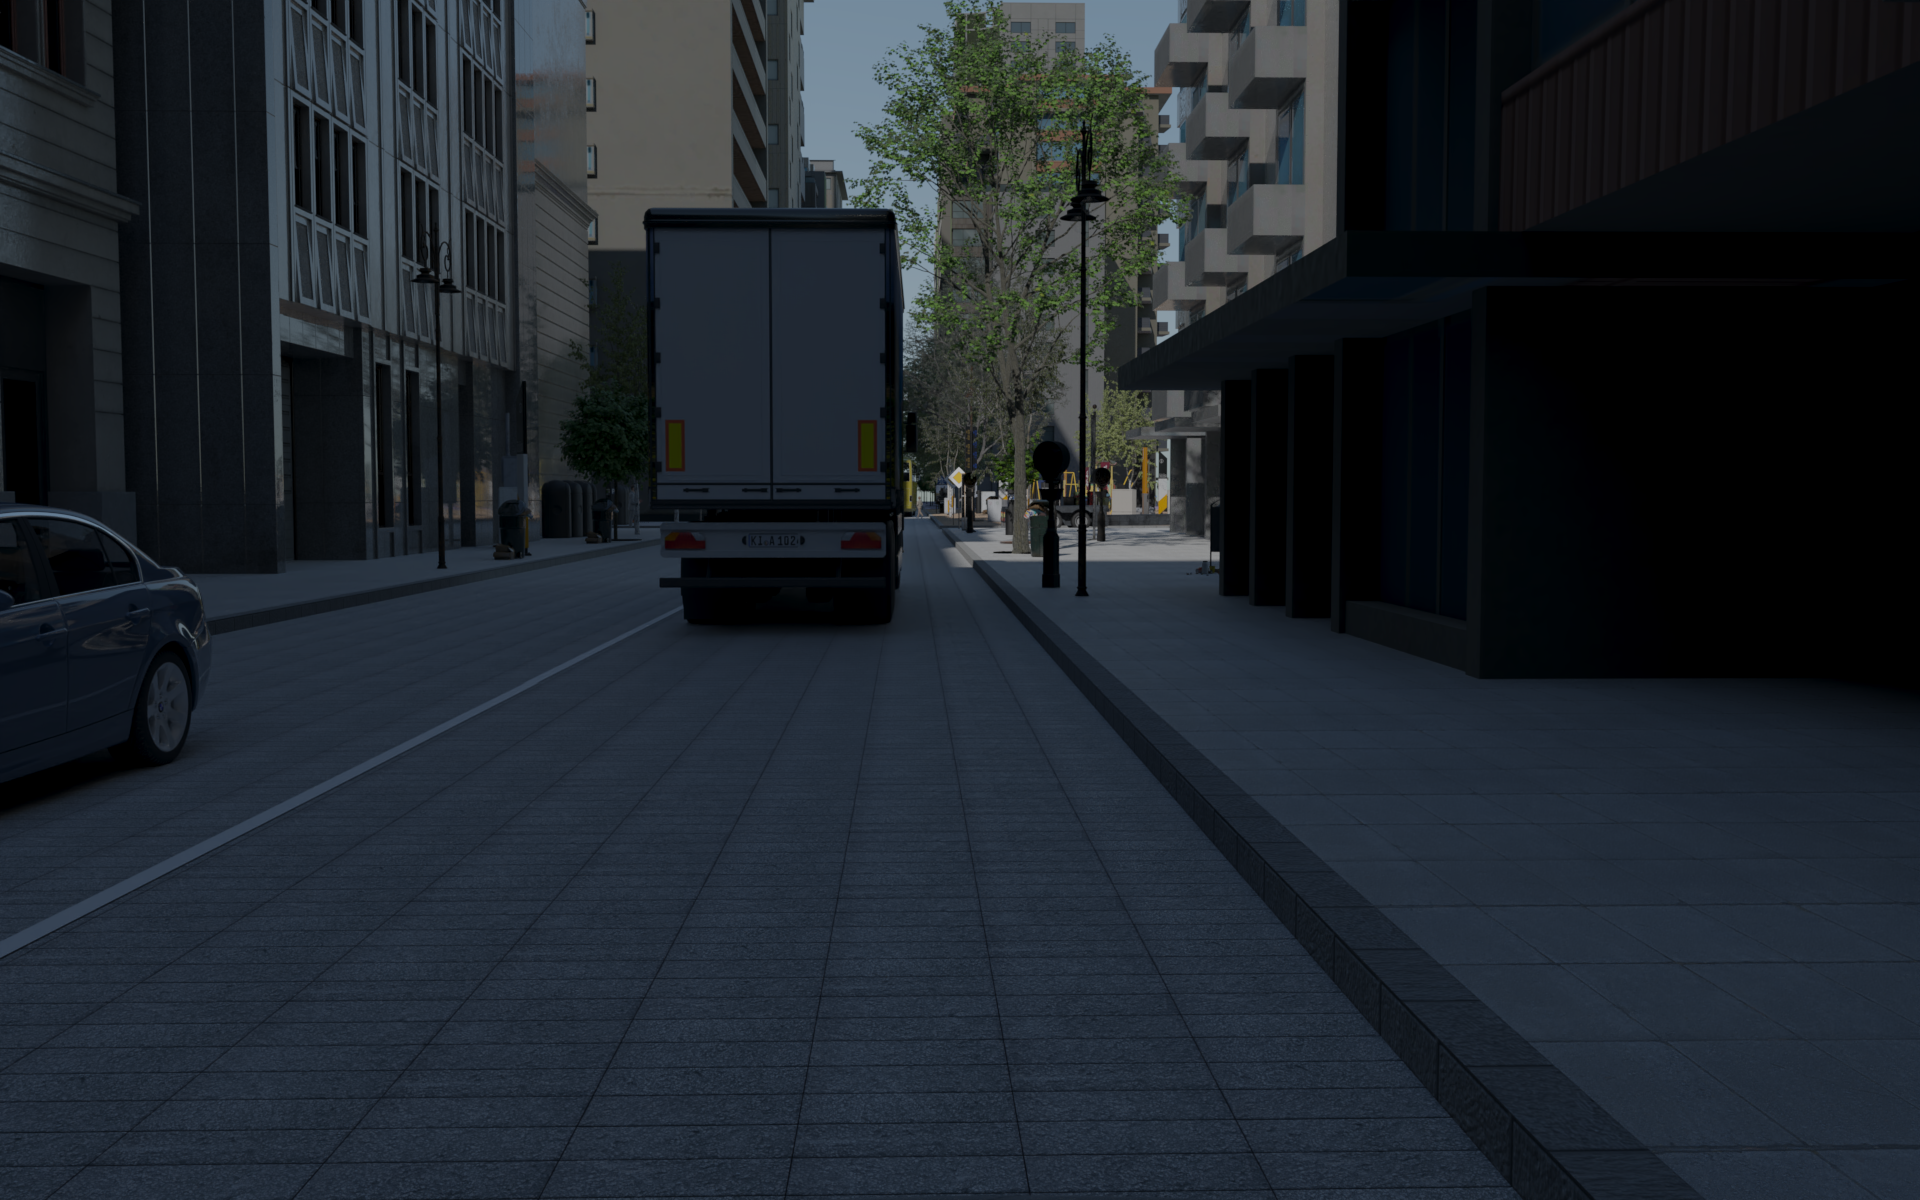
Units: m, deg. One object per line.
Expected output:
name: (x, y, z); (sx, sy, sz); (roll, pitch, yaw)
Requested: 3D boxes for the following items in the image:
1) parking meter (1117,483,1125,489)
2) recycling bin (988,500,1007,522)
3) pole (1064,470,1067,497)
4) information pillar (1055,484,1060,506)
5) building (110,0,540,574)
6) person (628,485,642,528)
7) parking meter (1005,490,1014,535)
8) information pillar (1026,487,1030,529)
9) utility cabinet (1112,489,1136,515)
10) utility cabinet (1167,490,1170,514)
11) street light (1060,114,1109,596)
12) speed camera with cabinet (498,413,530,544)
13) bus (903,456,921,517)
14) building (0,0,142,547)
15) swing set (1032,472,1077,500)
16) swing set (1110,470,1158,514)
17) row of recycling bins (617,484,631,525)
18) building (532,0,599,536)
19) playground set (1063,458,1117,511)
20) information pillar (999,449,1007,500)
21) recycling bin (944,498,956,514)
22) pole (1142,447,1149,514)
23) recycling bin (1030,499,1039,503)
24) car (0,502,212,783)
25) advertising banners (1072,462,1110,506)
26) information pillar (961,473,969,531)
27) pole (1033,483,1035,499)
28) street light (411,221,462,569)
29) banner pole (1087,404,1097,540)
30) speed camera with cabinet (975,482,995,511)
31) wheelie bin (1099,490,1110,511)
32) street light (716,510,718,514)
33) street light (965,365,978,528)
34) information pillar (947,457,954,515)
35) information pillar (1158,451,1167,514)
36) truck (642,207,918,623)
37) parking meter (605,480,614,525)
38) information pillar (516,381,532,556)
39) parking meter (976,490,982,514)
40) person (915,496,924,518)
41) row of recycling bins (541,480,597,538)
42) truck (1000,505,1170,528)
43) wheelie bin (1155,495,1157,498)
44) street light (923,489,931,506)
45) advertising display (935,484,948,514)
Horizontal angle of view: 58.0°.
parking meter: (8.586, -5.302, 92.394); (0.399, 1.863, 0.255); (-3, 4, -38)
recycling bin: (1.732, -4.094, 79.488); (0.722, 1.027, 0.722); (2, 4, 28)
pole: (8.307, -8.730, 136.580); (0.158, 3.312, 0.155); (0, 3, 0)
information pillar: (5.226, -5.466, 93.864); (0.304, 2.012, 0.304); (-1, 4, -19)
building: (-17.257, -13.381, 36.799); (12.078, 24.808, 19.932); (0, 4, -2)
person: (-12.602, -3.582, 67.265); (0.583, 1.804, 0.606); (-1, 4, -12)
parking meter: (1.601, -2.793, 54.069); (0.372, 1.533, 0.369); (0, 3, 0)
information pillar: (2.276, -3.454, 60.973); (0.304, 2.012, 0.304); (1, 4, 16)
utility cabinet: (7.400, -4.243, 78.048); (1.173, 1.500, 0.318); (3, 5, 44)
utility cabinet: (11.078, -4.820, 87.488); (1.173, 1.500, 0.318); (0, 4, 2)
street light: (1.534, -2.986, 21.604); (0.468, 5.910, 1.993); (0, 4, -2)
speed camera with cabinet: (-10.739, -2.897, 41.694); (0.660, 3.252, 2.038); (-1, 4, -10)
bus: (-4.134, -7.306, 111.002); (2.896, 3.916, 12.252); (0, 4, 0)
building: (-18.691, -13.910, 14.826); (14.401, 28.519, 23.554); (0, 4, -2)
swing set: (6.894, -7.740, 124.173); (3.119, 2.851, 2.862); (-1, 4, -14)
swing set: (11.160, -6.871, 109.959); (2.862, 2.851, 3.119); (0, 4, -5)
row of recycling bins: (-14.384, -4.043, 73.216); (1.069, 1.692, 3.534); (0, 4, -7)
building: (-24.978, -15.751, 54.796); (25.104, 27.353, 12.463); (0, 4, -2)
playground set: (10.850, -8.983, 133.648); (5.637, 4.214, 5.302); (0, 4, 2)
information pillar: (2.242, -6.018, 89.751); (0.504, 3.616, 0.183); (0, 4, -3)
recycling bin: (-0.660, -6.092, 112.153); (0.722, 1.027, 0.722); (0, 4, -3)
pole: (8.083, -5.012, 75.785); (0.158, 3.312, 0.155); (0, 3, 0)
recycling bin: (3.643, -4.651, 88.595); (0.722, 1.027, 0.722); (1, 4, 15)
car: (-5.044, 0.251, 7.895); (2.014, 1.417, 4.499); (0, 3, 0)
advertising banners: (7.107, -5.985, 94.042); (2.074, 3.025, 0.090); (0, 4, 1)
information pillar: (0.245, -3.445, 60.810); (0.304, 2.012, 0.304); (-1, 4, -23)
pole: (6.199, -9.220, 144.592); (0.158, 3.312, 0.155); (0, 3, 0)
street light: (-8.912, -3.476, 29.621); (0.468, 5.910, 1.993); (0, 4, -2)
banner pole: (3.697, -3.557, 48.168); (0.401, 3.779, 0.863); (1, 4, 15)
speed camera with cabinet: (1.364, -7.551, 117.796); (2.038, 3.252, 0.660); (-2, 4, -24)
wheelie bin: (10.745, -7.402, 128.936); (0.980, 1.594, 0.693); (3, 5, 42)
street light: (-10.184, -6.092, 72.393); (0.468, 5.910, 1.993); (0, 4, -2)
street light: (0.414, -5.482, 62.425); (0.468, 5.910, 1.993); (0, 4, -2)
information pillar: (-0.565, -7.051, 106.637); (0.504, 3.616, 0.183); (-3, 5, -43)
information pillar: (10.932, -6.247, 93.494); (0.504, 3.616, 0.183); (-1, 4, -14)
truck: (-1.981, -2.060, 22.600); (2.839, 4.237, 11.283); (0, 4, -1)
parking meter: (-14.288, -3.985, 70.864); (0.255, 1.863, 0.399); (2, 4, 27)
information pillar: (-9.105, -2.733, 36.036); (0.183, 3.616, 0.504); (-2, 4, -31)
parking meter: (1.232, -6.459, 114.021); (0.372, 1.533, 0.369); (0, 3, 0)
person: (-2.409, -5.514, 102.927); (0.640, 1.303, 0.475); (2, 4, 29)
row of recycling bins: (-11.620, -2.732, 51.781); (1.069, 1.692, 3.534); (0, 4, 4)
truck: (11.024, -4.754, 67.490); (18.799, 4.110, 2.967); (0, 4, -2)
wheelie bin: (14.586, -7.644, 132.887); (0.980, 1.594, 0.693); (-1, 4, -11)
street light: (-4.288, -15.311, 223.121); (0.468, 5.910, 1.993); (0, 4, -2)
advertising display: (-1.162, -6.665, 114.181); (0.974, 1.923, 0.123); (-1, 4, -20)
